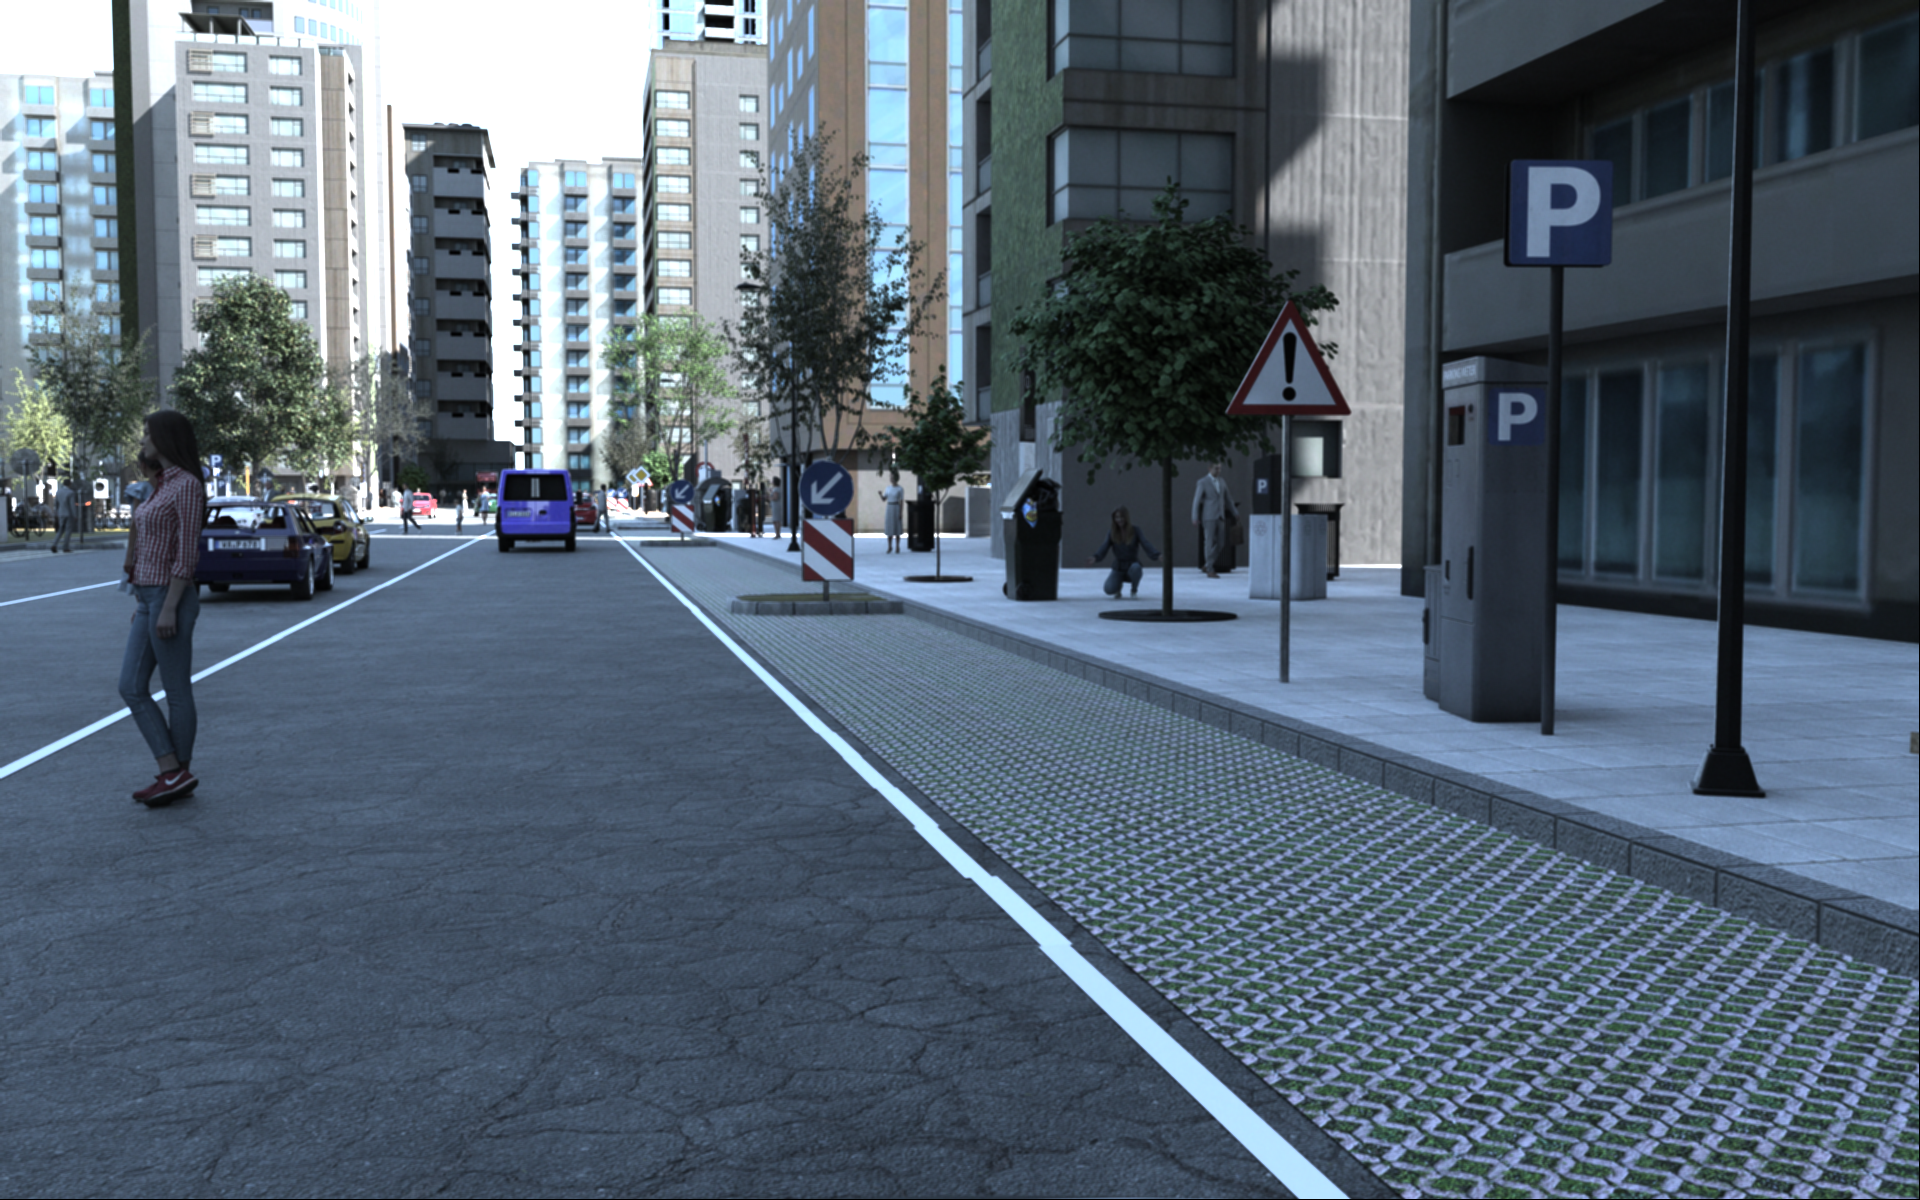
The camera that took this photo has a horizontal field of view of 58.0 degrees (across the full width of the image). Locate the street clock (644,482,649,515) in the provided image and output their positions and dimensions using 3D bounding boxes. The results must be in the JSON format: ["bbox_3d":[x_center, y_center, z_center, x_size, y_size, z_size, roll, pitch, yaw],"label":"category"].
[{"bbox_3d":[-19.014,-6.140,104.953,0.358,2.002,0.471,-1,4,-12],"label":"street clock"}]

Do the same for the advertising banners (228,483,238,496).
[{"bbox_3d":[-48.722,-7.325,115.958,0.090,3.025,2.074,-3,5,-39],"label":"advertising banners"}]

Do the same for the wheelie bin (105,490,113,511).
[{"bbox_3d":[-63.795,-7.430,129.395,0.980,1.594,0.693,-2,4,-26],"label":"wheelie bin"}]

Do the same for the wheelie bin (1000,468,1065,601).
[{"bbox_3d":[0.883,-0.804,21.058,0.693,1.594,0.980,-1,4,-14],"label":"wheelie bin"}]

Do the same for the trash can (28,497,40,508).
[{"bbox_3d":[-46.337,-4.578,86.499,0.748,1.137,0.748,0,3,0],"label":"trash can"}]

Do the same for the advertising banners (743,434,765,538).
[{"bbox_3d":[-6.108,-3.365,51.202,0.090,3.025,2.074,1,4,9],"label":"advertising banners"}]

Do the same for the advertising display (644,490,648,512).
[{"bbox_3d":[-22.036,-7.111,121.476,0.123,1.923,0.974,-1,4,-21],"label":"advertising display"}]

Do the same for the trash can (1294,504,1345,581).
[{"bbox_3d":[5.342,-0.864,25.788,0.748,1.137,0.748,0,3,0],"label":"trash can"}]

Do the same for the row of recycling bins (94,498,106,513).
[{"bbox_3d":[-55.970,-6.326,110.544,1.069,1.692,3.534,1,4,16],"label":"row of recycling bins"}]

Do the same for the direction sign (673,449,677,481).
[{"bbox_3d":[-14.490,-5.886,88.228,0.379,3.537,0.876,0,4,0],"label":"direction sign"}]

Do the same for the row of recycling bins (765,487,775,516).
[{"bbox_3d":[-10.809,-5.769,101.440,1.069,1.692,3.534,1,4,12],"label":"row of recycling bins"}]

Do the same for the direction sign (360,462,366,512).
[{"bbox_3d":[-42.772,-8.074,124.002,0.379,3.537,0.876,0,4,-3],"label":"direction sign"}]

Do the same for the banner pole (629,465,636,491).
[{"bbox_3d":[-27.889,-9.652,147.831,0.863,3.779,0.401,1,4,21],"label":"banner pole"}]

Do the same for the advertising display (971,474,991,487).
[{"bbox_3d":[0.848,-3.083,55.623,0.974,1.923,0.123,-1,4,-9],"label":"advertising display"}]

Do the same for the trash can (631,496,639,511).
[{"bbox_3d":[-25.328,-7.544,134.990,0.748,1.137,0.748,0,3,0],"label":"trash can"}]

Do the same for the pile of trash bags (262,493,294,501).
[{"bbox_3d":[-42.246,-5.874,105.787,1.912,1.369,3.447,3,5,41],"label":"pile of trash bags"}]

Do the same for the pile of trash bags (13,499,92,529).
[{"bbox_3d":[-33.635,-3.348,64.487,3.447,1.369,1.912,2,4,23],"label":"pile of trash bags"}]

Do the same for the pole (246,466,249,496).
[{"bbox_3d":[-52.511,-8.183,127.641,0.158,3.312,0.155,0,3,0],"label":"pole"}]

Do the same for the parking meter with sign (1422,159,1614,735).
[{"bbox_3d":[3.099,-0.838,9.968,0.543,3.016,1.738,0,4,-2],"label":"parking meter with sign"}]

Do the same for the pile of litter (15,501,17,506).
[{"bbox_3d":[-64.260,-6.369,118.098,1.176,0.858,1.719,1,4,23],"label":"pile of litter"}]

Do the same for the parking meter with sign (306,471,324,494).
[{"bbox_3d":[-46.609,-7.833,124.330,1.738,3.016,0.543,-3,5,-41],"label":"parking meter with sign"}]

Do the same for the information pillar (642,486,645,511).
[{"bbox_3d":[-23.023,-7.471,126.641,0.304,2.012,0.304,1,4,21],"label":"information pillar"}]

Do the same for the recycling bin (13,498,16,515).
[{"bbox_3d":[-57.778,-5.656,105.023,0.722,1.027,0.722,3,5,41],"label":"recycling bin"}]

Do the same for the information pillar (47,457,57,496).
[{"bbox_3d":[-54.791,-6.919,104.479,0.504,3.616,0.183,-2,4,-30],"label":"information pillar"}]

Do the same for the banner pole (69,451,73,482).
[{"bbox_3d":[-51.735,-6.780,100.874,0.401,3.779,0.863,-2,4,-34],"label":"banner pole"}]

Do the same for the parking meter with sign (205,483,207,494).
[{"bbox_3d":[-50.177,-7.276,115.217,1.738,3.016,0.543,1,4,15],"label":"parking meter with sign"}]

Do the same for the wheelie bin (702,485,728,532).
[{"bbox_3d":[-8.199,-3.068,58.072,0.693,1.594,0.980,-3,5,-40],"label":"wheelie bin"}]

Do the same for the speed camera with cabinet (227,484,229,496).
[{"bbox_3d":[-50.345,-7.595,118.513,0.660,3.252,2.038,-2,4,-25],"label":"speed camera with cabinet"}]

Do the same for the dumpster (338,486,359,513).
[{"bbox_3d":[-41.966,-6.914,118.809,1.264,1.857,1.865,-1,4,-13],"label":"dumpster"}]

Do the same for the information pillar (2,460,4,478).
[{"bbox_3d":[-66.421,-7.886,120.289,0.183,3.616,0.504,-2,4,-24],"label":"information pillar"}]

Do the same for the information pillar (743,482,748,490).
[{"bbox_3d":[-12.941,-6.128,104.678,0.304,2.012,0.304,1,4,9],"label":"information pillar"}]

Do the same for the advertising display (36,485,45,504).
[{"bbox_3d":[-61.850,-6.838,117.007,0.974,1.923,0.123,-3,5,-43],"label":"advertising display"}]

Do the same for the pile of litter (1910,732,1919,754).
[{"bbox_3d":[5.050,0.371,7.903,1.176,0.858,1.719,1,4,17],"label":"pile of litter"}]

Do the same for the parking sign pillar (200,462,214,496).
[{"bbox_3d":[-53.297,-8.165,121.965,1.447,3.967,1.447,0,4,6],"label":"parking sign pillar"}]

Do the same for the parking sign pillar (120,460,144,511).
[{"bbox_3d":[-64.357,-8.915,134.229,1.447,3.967,1.447,0,4,1],"label":"parking sign pillar"}]

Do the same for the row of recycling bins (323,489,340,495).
[{"bbox_3d":[-50.336,-8.151,140.388,1.069,1.692,3.534,1,4,17],"label":"row of recycling bins"}]

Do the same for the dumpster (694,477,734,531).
[{"bbox_3d":[-8.528,-3.328,60.173,1.264,1.857,1.865,-1,4,-13],"label":"dumpster"}]

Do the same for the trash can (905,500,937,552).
[{"bbox_3d":[-0.867,-1.648,38.605,0.748,1.137,0.748,0,3,0],"label":"trash can"}]

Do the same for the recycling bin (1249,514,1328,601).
[{"bbox_3d":[4.023,-0.530,21.224,0.722,1.027,0.722,3,5,40],"label":"recycling bin"}]

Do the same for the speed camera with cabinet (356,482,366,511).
[{"bbox_3d":[-45.280,-8.250,129.227,2.038,3.252,0.660,2,4,25],"label":"speed camera with cabinet"}]

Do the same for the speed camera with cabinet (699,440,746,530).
[{"bbox_3d":[-8.612,-4.185,62.761,2.038,3.252,0.660,3,5,43],"label":"speed camera with cabinet"}]

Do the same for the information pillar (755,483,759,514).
[{"bbox_3d":[-13.273,-6.695,113.956,0.304,2.012,0.304,1,4,23],"label":"information pillar"}]

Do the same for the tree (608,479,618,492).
[{"bbox_3d":[-44.436,-13.817,220.512,1.663,3.219,1.824,0,3,0],"label":"tree"}]

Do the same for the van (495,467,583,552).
[{"bbox_3d":[-10.883,-2.466,44.696,2.240,2.365,5.245,-1,4,-12],"label":"van"}]

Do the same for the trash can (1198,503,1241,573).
[{"bbox_3d":[4.196,-1.015,28.251,0.748,1.137,0.748,0,3,0],"label":"trash can"}]

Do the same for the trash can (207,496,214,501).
[{"bbox_3d":[-46.850,-5.899,108.101,0.748,1.137,0.748,0,3,0],"label":"trash can"}]

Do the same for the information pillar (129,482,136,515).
[{"bbox_3d":[-49.628,-6.087,104.012,0.304,2.012,0.304,2,4,23],"label":"information pillar"}]

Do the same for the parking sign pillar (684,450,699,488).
[{"bbox_3d":[-16.547,-7.270,107.342,1.447,3.967,1.447,3,5,43],"label":"parking sign pillar"}]

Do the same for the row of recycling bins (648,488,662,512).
[{"bbox_3d":[-21.111,-7.266,125.917,3.534,1.692,1.069,-2,4,-23],"label":"row of recycling bins"}]

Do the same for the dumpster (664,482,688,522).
[{"bbox_3d":[-12.809,-4.472,78.883,1.264,1.857,1.865,-1,4,-13],"label":"dumpster"}]

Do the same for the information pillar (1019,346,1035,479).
[{"bbox_3d":[1.070,-2.220,27.654,0.183,3.616,0.504,2,4,24],"label":"information pillar"}]

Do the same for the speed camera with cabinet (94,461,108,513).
[{"bbox_3d":[-52.678,-6.748,104.672,2.038,3.252,0.660,-1,4,-16],"label":"speed camera with cabinet"}]

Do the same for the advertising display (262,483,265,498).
[{"bbox_3d":[-39.605,-5.720,98.728,0.123,1.923,0.974,-2,4,-31],"label":"advertising display"}]

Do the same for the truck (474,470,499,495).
[{"bbox_3d":[-56.170,-13.268,205.847,2.839,4.237,11.283,-1,4,-14],"label":"truck"}]

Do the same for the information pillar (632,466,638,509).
[{"bbox_3d":[-27.390,-9.458,145.986,0.504,3.616,0.183,-2,4,-28],"label":"information pillar"}]

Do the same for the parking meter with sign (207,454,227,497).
[{"bbox_3d":[-32.273,-4.848,75.519,0.543,3.016,1.738,-2,4,-32],"label":"parking meter with sign"}]
